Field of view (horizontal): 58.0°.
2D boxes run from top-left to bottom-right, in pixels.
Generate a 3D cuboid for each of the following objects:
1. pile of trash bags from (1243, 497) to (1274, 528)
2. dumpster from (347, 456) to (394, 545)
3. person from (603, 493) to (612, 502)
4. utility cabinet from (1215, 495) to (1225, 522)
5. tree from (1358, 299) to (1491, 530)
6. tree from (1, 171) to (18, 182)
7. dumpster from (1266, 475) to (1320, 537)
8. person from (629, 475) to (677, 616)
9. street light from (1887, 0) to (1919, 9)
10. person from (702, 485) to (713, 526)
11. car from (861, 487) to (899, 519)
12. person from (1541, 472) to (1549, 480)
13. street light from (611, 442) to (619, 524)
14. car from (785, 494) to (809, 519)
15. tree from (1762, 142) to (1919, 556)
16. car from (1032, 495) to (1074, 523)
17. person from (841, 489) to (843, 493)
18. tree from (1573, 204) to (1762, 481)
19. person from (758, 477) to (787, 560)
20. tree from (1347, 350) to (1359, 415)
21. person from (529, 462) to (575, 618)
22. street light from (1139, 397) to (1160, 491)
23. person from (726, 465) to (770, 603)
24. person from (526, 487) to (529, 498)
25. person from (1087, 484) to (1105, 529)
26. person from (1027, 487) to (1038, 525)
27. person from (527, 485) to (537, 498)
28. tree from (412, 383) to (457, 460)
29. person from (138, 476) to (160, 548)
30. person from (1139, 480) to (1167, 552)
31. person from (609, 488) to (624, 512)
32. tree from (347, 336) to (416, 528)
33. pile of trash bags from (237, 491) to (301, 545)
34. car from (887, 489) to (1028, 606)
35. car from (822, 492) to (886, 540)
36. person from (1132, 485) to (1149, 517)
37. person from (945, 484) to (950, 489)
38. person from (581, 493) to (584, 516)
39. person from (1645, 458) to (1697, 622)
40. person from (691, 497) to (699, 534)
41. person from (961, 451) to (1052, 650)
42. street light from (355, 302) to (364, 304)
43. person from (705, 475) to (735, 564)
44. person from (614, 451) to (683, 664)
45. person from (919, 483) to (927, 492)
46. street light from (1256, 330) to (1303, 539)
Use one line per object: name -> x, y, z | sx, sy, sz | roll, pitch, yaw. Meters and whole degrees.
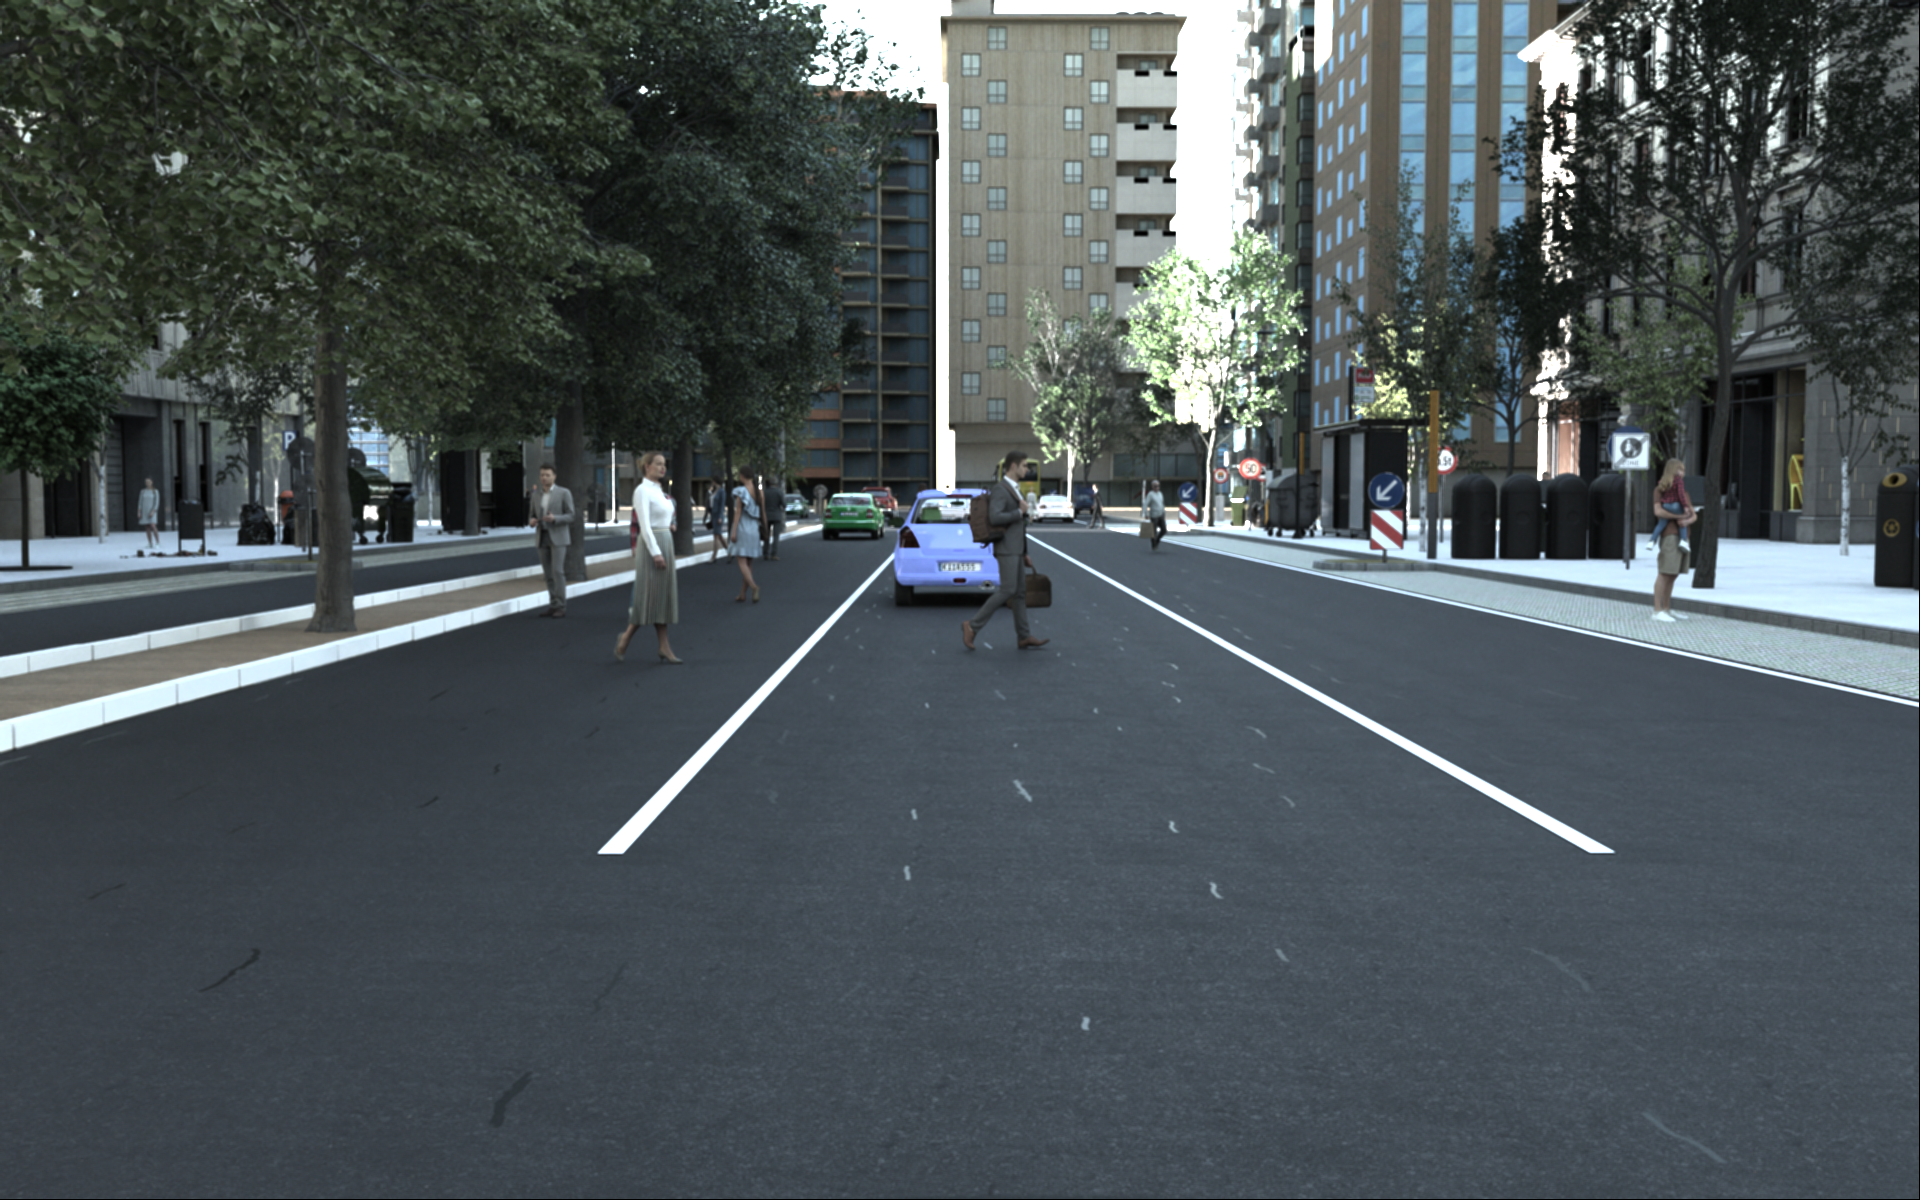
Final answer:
pile of trash bags -> 11.940, -3.399, 65.327 | 1.912, 1.369, 3.447 | 0, 4, -5
dumpster -> -15.507, -2.554, 44.253 | 1.502, 2.255, 1.985 | 0, 4, 0
person -> -24.534, -6.889, 118.759 | 1.350, 1.814, 0.705 | -3, 4, -38
utility cabinet -> 12.156, -4.278, 81.110 | 0.306, 1.237, 1.020 | 0, 4, 0
tree -> 17.344, -6.864, 62.586 | 4.737, 8.622, 4.395 | 0, 3, 0
tree -> -20.609, -5.296, 36.947 | 4.737, 8.622, 4.395 | 0, 3, 0
dumpster -> 9.959, -2.826, 51.960 | 1.264, 1.857, 1.865 | 0, 4, 0
person -> -3.501, -0.638, 19.770 | 0.563, 1.720, 0.643 | -2, 4, -30
street light -> 9.303, -2.673, 16.244 | 1.470, 5.913, 1.316 | 0, 4, 0
person -> -11.224, -4.257, 77.877 | 0.755, 1.850, 0.659 | 0, 4, 0
car -> -4.420, -5.137, 92.659 | 2.281, 1.827, 5.304 | 0, 4, 0
person -> 13.781, -2.122, 40.840 | 0.391, 1.810, 0.635 | -3, 4, -37
street light -> -14.365, -6.244, 74.639 | 1.470, 5.913, 1.316 | 0, 4, 0
car -> -10.032, -5.582, 103.067 | 2.131, 1.459, 4.920 | 0, 4, 0
tree -> 18.420, -5.208, 35.517 | 4.360, 8.622, 3.978 | 0, 3, 0
car -> 4.690, -4.599, 87.563 | 2.083, 1.381, 4.827 | 0, 4, -2
person -> -11.095, -9.466, 162.906 | 1.348, 1.869, 0.705 | 0, 4, -7
tree -> 18.158, -5.733, 44.092 | 4.737, 8.622, 4.395 | 0, 3, 0
person -> -4.059, -1.775, 37.696 | 0.661, 1.801, 0.590 | 1, 4, 8
tree -> 17.587, -7.236, 68.670 | 4.737, 8.622, 4.395 | 0, 3, 0
person -> -4.817, -0.704, 20.206 | 0.606, 1.804, 0.583 | 1, 4, 14
street light -> 9.016, -6.770, 83.232 | 1.470, 5.913, 1.316 | 0, 4, 0
person -> -2.772, -0.876, 22.918 | 0.616, 1.811, 0.778 | -2, 4, -31
person -> -29.020, -6.667, 115.880 | 1.217, 1.723, 0.721 | 0, 4, -6
person -> 5.655, -3.896, 71.973 | 0.755, 1.850, 0.659 | 1, 4, 14
person -> 3.261, -4.359, 80.119 | 0.694, 1.780, 0.624 | 3, 5, 41
person -> -21.826, -5.044, 89.072 | 0.990, 1.755, 0.434 | -2, 4, -24
tree -> -23.103, -7.865, 78.956 | 4.737, 8.622, 4.395 | 0, 3, 0
person -> -19.233, -2.084, 41.123 | 0.512, 1.701, 0.522 | 0, 4, -3
person -> 4.750, -2.067, 42.788 | 0.782, 1.767, 0.515 | -3, 5, -40
person -> -24.978, -7.288, 125.916 | 1.217, 1.735, 0.721 | 1, 4, 21
tree -> -21.794, -6.686, 59.687 | 4.360, 8.622, 3.978 | 0, 3, 0
pile of trash bags -> -17.628, -2.151, 44.918 | 1.912, 1.369, 3.447 | -1, 4, -14
car -> -0.028, -0.855, 23.565 | 1.945, 1.707, 3.694 | 0, 4, -1
car -> -3.416, -2.887, 56.001 | 1.959, 1.807, 4.718 | 0, 4, 1
person -> 10.390, -5.603, 97.610 | 1.348, 1.831, 0.705 | 2, 4, 24
person -> -0.564, -4.028, 74.137 | 0.755, 1.850, 0.659 | -2, 4, -25
person -> -22.064, -5.708, 100.293 | 0.530, 1.710, 0.541 | -2, 4, -34
person -> 7.999, -0.673, 19.476 | 0.573, 1.828, 0.580 | 0, 4, 7
person -> -9.627, -3.208, 61.627 | 0.731, 1.740, 0.598 | -3, 4, -36
person -> 0.431, -0.463, 16.032 | 0.822, 1.834, 0.622 | 0, 4, 5
street light -> -14.333, -4.210, 41.376 | 1.470, 5.913, 1.316 | 0, 4, 0
person -> -4.944, -1.662, 35.701 | 0.654, 1.822, 0.581 | -1, 4, -15
person -> -2.652, -0.363, 14.658 | 0.641, 1.798, 0.478 | 2, 4, 24
person -> -1.164, -2.527, 50.414 | 0.643, 1.750, 0.593 | 1, 4, 21
street light -> 9.100, -4.696, 49.325 | 1.470, 5.913, 1.316 | 0, 4, 0
